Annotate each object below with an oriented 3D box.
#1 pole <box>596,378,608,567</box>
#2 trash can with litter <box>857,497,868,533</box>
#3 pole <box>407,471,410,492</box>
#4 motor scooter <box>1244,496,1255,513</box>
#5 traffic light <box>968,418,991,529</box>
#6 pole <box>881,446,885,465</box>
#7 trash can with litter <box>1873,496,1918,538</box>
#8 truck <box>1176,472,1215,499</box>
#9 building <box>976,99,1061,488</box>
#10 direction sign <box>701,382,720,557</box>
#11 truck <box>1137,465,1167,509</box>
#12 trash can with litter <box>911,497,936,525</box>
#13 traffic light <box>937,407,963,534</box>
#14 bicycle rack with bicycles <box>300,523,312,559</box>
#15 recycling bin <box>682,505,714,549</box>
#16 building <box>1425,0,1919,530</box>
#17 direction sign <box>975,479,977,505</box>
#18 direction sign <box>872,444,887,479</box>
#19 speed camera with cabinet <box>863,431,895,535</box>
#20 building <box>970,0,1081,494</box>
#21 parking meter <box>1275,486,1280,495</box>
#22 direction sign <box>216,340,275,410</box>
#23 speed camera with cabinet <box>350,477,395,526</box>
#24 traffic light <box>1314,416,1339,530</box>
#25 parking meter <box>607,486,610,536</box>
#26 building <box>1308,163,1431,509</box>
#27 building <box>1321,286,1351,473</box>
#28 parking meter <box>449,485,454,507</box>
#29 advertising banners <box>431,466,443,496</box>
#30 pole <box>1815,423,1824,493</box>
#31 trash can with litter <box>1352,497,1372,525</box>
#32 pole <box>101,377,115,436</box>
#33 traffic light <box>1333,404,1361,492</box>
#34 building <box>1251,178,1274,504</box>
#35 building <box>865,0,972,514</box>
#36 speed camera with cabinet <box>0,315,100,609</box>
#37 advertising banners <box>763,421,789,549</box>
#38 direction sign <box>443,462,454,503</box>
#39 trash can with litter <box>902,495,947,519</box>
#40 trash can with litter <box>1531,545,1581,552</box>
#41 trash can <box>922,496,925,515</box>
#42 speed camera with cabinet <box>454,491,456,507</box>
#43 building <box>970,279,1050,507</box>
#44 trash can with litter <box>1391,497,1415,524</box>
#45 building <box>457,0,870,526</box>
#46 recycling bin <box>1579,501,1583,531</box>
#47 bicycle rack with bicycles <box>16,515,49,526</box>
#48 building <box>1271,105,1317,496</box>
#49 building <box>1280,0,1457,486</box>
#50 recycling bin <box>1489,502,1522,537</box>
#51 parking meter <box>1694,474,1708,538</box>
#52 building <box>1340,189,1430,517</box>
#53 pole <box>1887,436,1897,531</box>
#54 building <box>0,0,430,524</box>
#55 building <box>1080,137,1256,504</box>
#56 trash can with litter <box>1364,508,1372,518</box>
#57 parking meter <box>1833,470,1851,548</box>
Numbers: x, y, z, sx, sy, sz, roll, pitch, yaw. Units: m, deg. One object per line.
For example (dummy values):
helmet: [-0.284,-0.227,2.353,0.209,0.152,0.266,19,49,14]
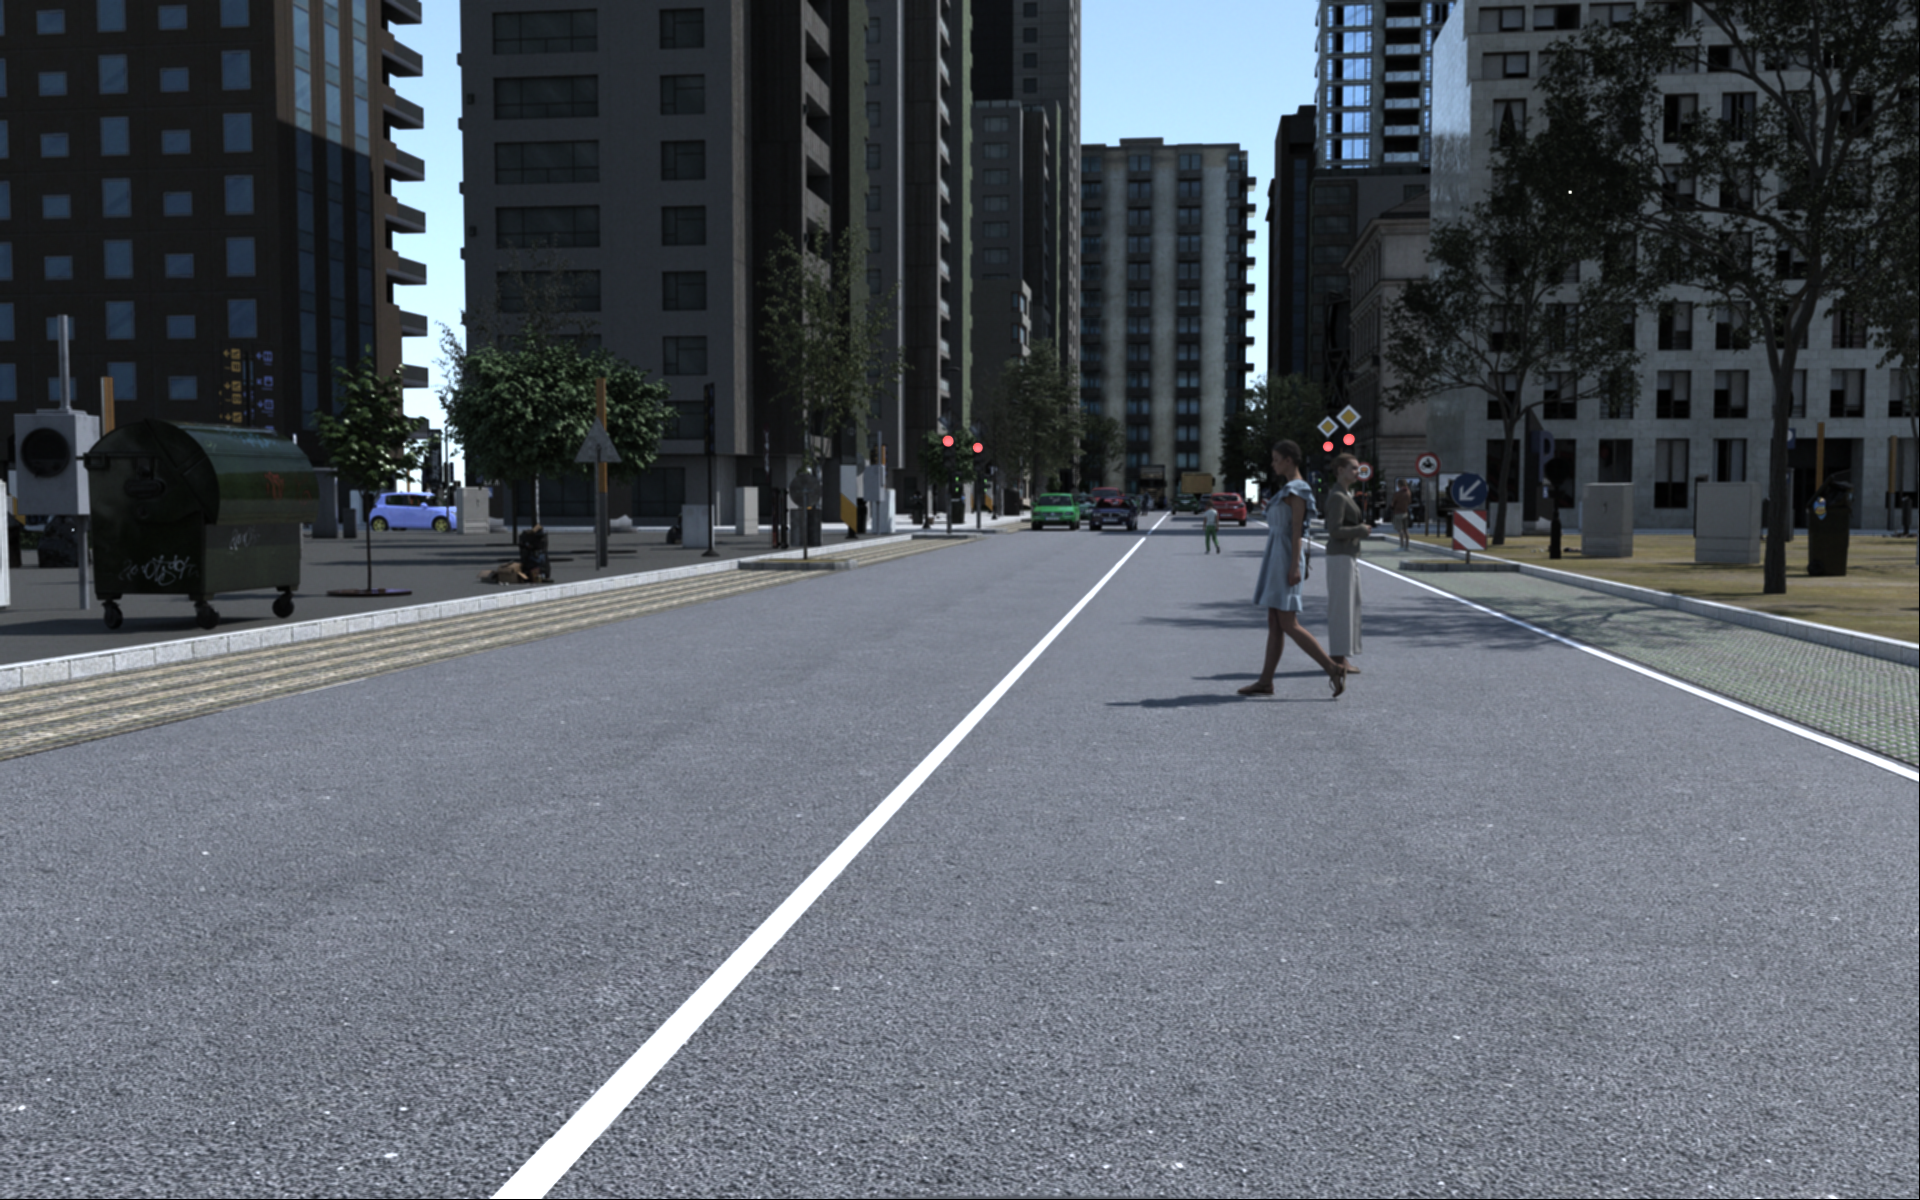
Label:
pole: [-6.306,-2.241,30.490,0.158,3.312,0.155,0,3,0]
trash can with litter: [-3.420,-2.775,56.752,0.624,1.170,1.055,-1,4,-22]
pole: [-40.526,-8.161,127.268,0.158,3.312,0.155,0,3,0]
motor scooter: [21.396,-7.045,127.955,0.815,1.314,1.986,0,4,6]
traffic light: [0.707,-4.579,63.794,0.839,4.253,0.868,0,4,7]
pole: [-3.255,-4.853,73.195,0.158,3.312,0.155,0,3,0]
trash can with litter: [27.976,-2.474,51.503,1.678,1.210,2.233,3,4,36]
truck: [20.624,-9.499,151.236,3.469,3.379,9.791,0,4,7]
building: [2.603,-30.072,175.263,14.154,41.232,14.086,0,4,7]
direction sign: [-5.144,-2.668,35.616,0.379,3.537,0.876,-1,4,-20]
truck: [18.608,-10.942,167.818,2.839,4.237,11.283,0,4,7]
trash can with litter: [-1.526,-3.734,72.444,1.055,1.170,0.624,0,4,4]
traffic light: [-0.327,-4.095,55.876,0.839,4.253,0.868,0,4,7]
bicycle rack with bicycles: [-13.947,-1.241,33.670,2.852,0.926,2.925,1,4,16]
recycling bin: [-6.133,-1.714,40.573,0.722,1.027,0.722,0,4,-7]
building: [27.743,-13.038,67.916,16.860,20.320,10.420,0,4,7]
direction sign: [1.283,-8.937,138.114,0.379,3.537,0.876,0,4,6]
direction sign: [-3.773,-5.535,82.495,0.379,3.537,0.876,1,4,9]
speed camera with cabinet: [-2.575,-3.722,55.196,0.660,3.252,2.038,1,4,12]
building: [3.175,-46.624,200.559,20.611,71.187,20.563,0,4,7]
parking meter: [24.427,-7.805,133.321,0.399,1.863,0.255,-3,5,-40]
direction sign: [-10.596,-2.071,25.855,0.379,3.537,0.876,2,4,33]
speed camera with cabinet: [-24.199,-4.711,71.368,0.660,3.252,2.038,2,4,24]
traffic light: [13.165,-4.481,62.190,0.839,4.253,0.868,0,4,7]
parking meter: [-10.922,-2.732,53.077,0.372,1.533,0.369,0,3,0]
building: [38.240,-23.469,155.422,14.160,30.474,14.107,0,4,7]
building: [34.948,-15.847,126.549,16.820,18.784,16.811,0,4,7]
parking meter: [-33.000,-6.534,112.541,0.255,1.863,0.399,0,4,1]
advertising banners: [-32.638,-6.814,107.591,2.074,3.025,0.090,3,5,43]
pole: [24.553,-3.403,49.489,0.158,3.312,0.155,0,3,0]
trash can with litter: [16.530,-3.648,71.030,1.055,1.170,0.624,2,4,31]
pole: [-14.856,-2.227,30.262,0.158,3.312,0.155,0,3,0]
traffic light: [12.131,-3.997,54.271,0.839,4.253,0.868,0,4,7]
building: [53.724,-35.217,230.426,28.867,44.769,22.147,0,4,7]
building: [-7.004,-26.251,112.802,14.154,41.232,14.086,0,4,7]
speed camera with cabinet: [-10.596,-1.511,19.035,2.038,3.252,0.660,0,3,0]
advertising banners: [-4.377,-2.744,41.056,0.090,3.025,2.074,-1,4,-21]
direction sign: [-36.250,-8.004,122.855,0.876,3.537,0.379,1,4,23]
trash can with litter: [-1.808,-4.838,90.151,2.233,1.210,1.678,1,4,11]
trash can with litter: [13.789,-1.674,38.426,2.233,1.210,1.678,1,4,9]
trash can: [-2.369,-5.658,104.166,0.748,1.137,0.748,0,3,0]
speed camera with cabinet: [-26.080,-6.038,93.060,2.038,3.252,0.660,-2,4,-26]
building: [-6.831,-18.986,155.459,27.650,21.520,28.899,0,4,7]
trash can with litter: [18.715,-3.772,73.054,1.055,1.170,0.624,3,5,43]
building: [-12.060,-18.518,74.471,14.160,30.474,14.107,0,4,7]
recycling bin: [22.038,-2.931,60.468,0.722,1.027,0.722,2,4,29]
bicycle rack with bicycles: [-38.393,-3.505,70.694,2.852,0.926,2.925,2,4,28]
building: [43.453,-33.617,199.748,14.600,45.320,14.200,0,4,7]
building: [44.905,-52.776,175.553,22.319,86.520,31.000,0,4,7]
recycling bin: [16.374,-2.411,51.977,0.722,1.027,0.722,0,4,-7]
parking meter: [21.697,-2.753,50.723,0.255,1.863,0.399,3,5,43]
building: [28.869,-14.612,103.531,10.561,19.102,19.286,0,4,7]
pole: [32.543,-4.075,60.471,0.158,3.312,0.155,0,3,0]
building: [-33.858,-26.146,77.605,14.200,45.320,14.600,0,4,7]
building: [24.492,-37.670,235.507,30.456,49.044,23.786,0,4,7]
trash can with litter: [21.445,-4.999,92.787,1.678,1.210,2.233,-3,5,-39]
parking meter: [21.137,-2.194,41.590,0.399,1.863,0.255,1,4,15]
